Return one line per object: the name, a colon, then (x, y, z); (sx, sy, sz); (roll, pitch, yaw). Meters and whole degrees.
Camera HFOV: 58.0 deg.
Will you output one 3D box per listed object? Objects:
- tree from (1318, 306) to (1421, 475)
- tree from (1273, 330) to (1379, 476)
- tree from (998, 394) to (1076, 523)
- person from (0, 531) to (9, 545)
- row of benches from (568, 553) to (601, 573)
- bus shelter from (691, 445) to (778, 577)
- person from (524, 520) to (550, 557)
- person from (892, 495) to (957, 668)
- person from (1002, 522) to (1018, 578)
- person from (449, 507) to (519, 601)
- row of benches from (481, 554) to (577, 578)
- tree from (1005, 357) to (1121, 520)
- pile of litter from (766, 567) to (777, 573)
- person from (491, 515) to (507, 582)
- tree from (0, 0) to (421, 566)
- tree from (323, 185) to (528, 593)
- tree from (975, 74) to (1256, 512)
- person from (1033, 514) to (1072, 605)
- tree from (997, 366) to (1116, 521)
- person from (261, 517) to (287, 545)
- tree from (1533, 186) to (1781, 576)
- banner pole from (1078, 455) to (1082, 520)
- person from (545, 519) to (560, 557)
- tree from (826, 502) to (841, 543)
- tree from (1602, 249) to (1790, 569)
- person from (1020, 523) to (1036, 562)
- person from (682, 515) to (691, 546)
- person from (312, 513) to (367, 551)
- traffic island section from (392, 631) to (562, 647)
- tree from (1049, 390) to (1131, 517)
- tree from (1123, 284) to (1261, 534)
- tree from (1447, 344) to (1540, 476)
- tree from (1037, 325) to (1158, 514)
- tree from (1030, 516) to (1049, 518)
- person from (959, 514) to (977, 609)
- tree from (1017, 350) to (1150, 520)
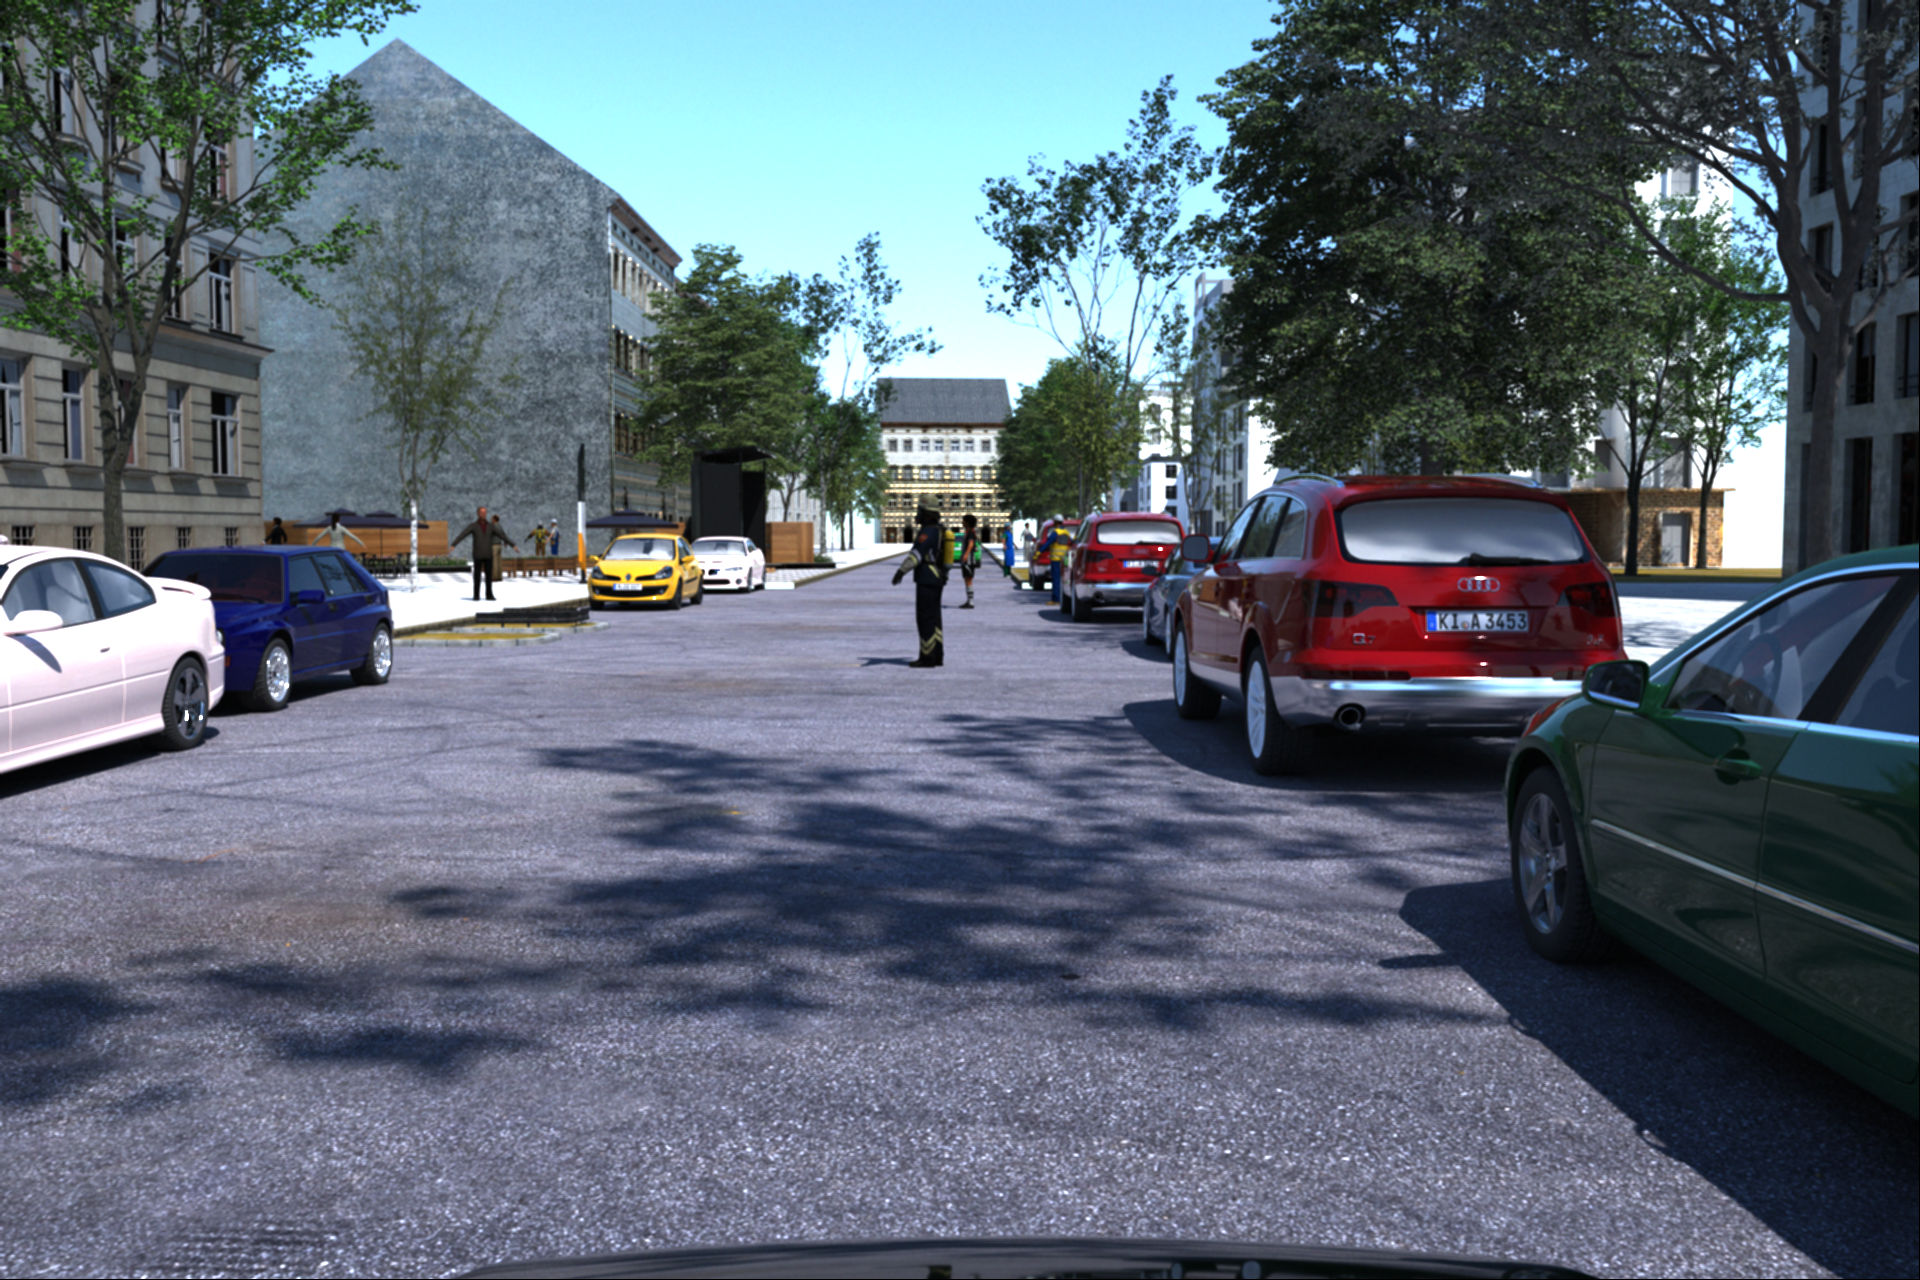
tree: (12.985, -6.388, 54.801); (4.360, 8.622, 3.978); (0, 3, 0)
tree: (13.361, -6.789, 61.367); (4.737, 8.622, 4.395); (0, 3, 0)
tree: (6.379, -13.505, 138.925); (7.486, 12.596, 7.792); (0, 3, 0)
person: (-19.319, -1.556, 34.670); (0.799, 1.438, 0.628); (2, 4, 26)
row of benches: (-11.036, -2.566, 57.418); (4.104, 0.672, 1.422); (-2, 4, -24)
bus shelter: (-6.303, -3.526, 48.928); (1.731, 3.624, 6.357); (0, 4, 0)
person: (-17.485, -4.062, 72.183); (1.354, 1.858, 0.705); (0, 4, -8)
person: (-0.357, -0.640, 18.701); (0.705, 1.856, 1.354); (1, 4, 22)
person: (1.599, -2.936, 56.583); (0.704, 1.817, 1.347); (1, 4, 19)
person: (-9.185, -1.662, 33.356); (1.348, 1.807, 0.705); (-2, 4, -30)
row of benches: (-12.961, -2.215, 51.680); (1.422, 0.672, 4.104); (2, 4, 25)
tree: (6.740, -11.851, 111.894); (7.486, 12.596, 7.792); (0, 3, 0)
pile of litter: (-6.711, -2.690, 57.941); (1.176, 0.858, 1.719); (0, 4, -1)
person: (-12.523, -2.471, 46.670); (0.705, 1.796, 1.348); (1, 4, 16)
tree: (-12.025, -6.053, 24.717); (9.928, 11.665, 9.643); (0, 3, 0)
tree: (-12.114, -5.327, 37.463); (4.360, 8.622, 3.978); (0, 3, 0)
tree: (6.540, -13.303, 73.396); (12.611, 20.169, 13.585); (0, 3, 0)
person: (1.965, -1.626, 35.009); (0.705, 1.833, 1.349); (3, 5, 40)
tree: (6.885, -13.498, 127.350); (9.857, 13.997, 8.962); (0, 3, 0)
person: (-18.716, -2.481, 47.282); (0.721, 1.740, 1.216); (1, 4, 10)
tree: (20.607, -7.759, 52.612); (9.928, 11.665, 9.643); (0, 3, 0)
banner pole: (3.797, -3.958, 54.725); (0.401, 3.779, 0.863); (0, 4, -1)
person: (-15.297, -3.630, 65.203); (0.705, 1.847, 1.347); (0, 4, 6)
tree: (-16.924, -17.946, 243.780); (4.360, 8.622, 3.978); (0, 3, 0)
tree: (27.309, -8.395, 63.011); (9.928, 11.665, 9.643); (0, 3, 0)
person: (3.085, -4.445, 78.869); (0.705, 1.806, 1.347); (3, 4, 37)
person: (-7.762, -2.647, 49.404); (0.705, 1.813, 1.348); (1, 4, 13)
person: (-13.418, -1.868, 37.378); (1.217, 1.735, 0.721); (0, 4, -2)
traffic island section: (-6.388, -0.006, 22.959); (1.991, 0.108, 1.994); (0, 4, 1)
tree: (6.302, -8.503, 89.391); (4.360, 8.622, 3.978); (0, 3, 0)
tree: (6.934, -6.173, 51.287); (4.360, 8.622, 3.978); (0, 3, 0)
tree: (19.179, -6.976, 64.415); (4.737, 8.622, 4.395); (0, 3, 0)
tree: (4.935, -6.827, 61.977); (4.737, 8.622, 4.395); (0, 3, 0)
tree: (11.901, -18.861, 242.788); (7.601, 10.594, 8.767); (0, 4, -3)
person: (0.136, -1.516, 33.390); (0.704, 1.843, 1.345); (0, 4, -2)
tree: (7.087, -10.596, 98.992); (9.928, 11.665, 9.643); (0, 3, 0)
